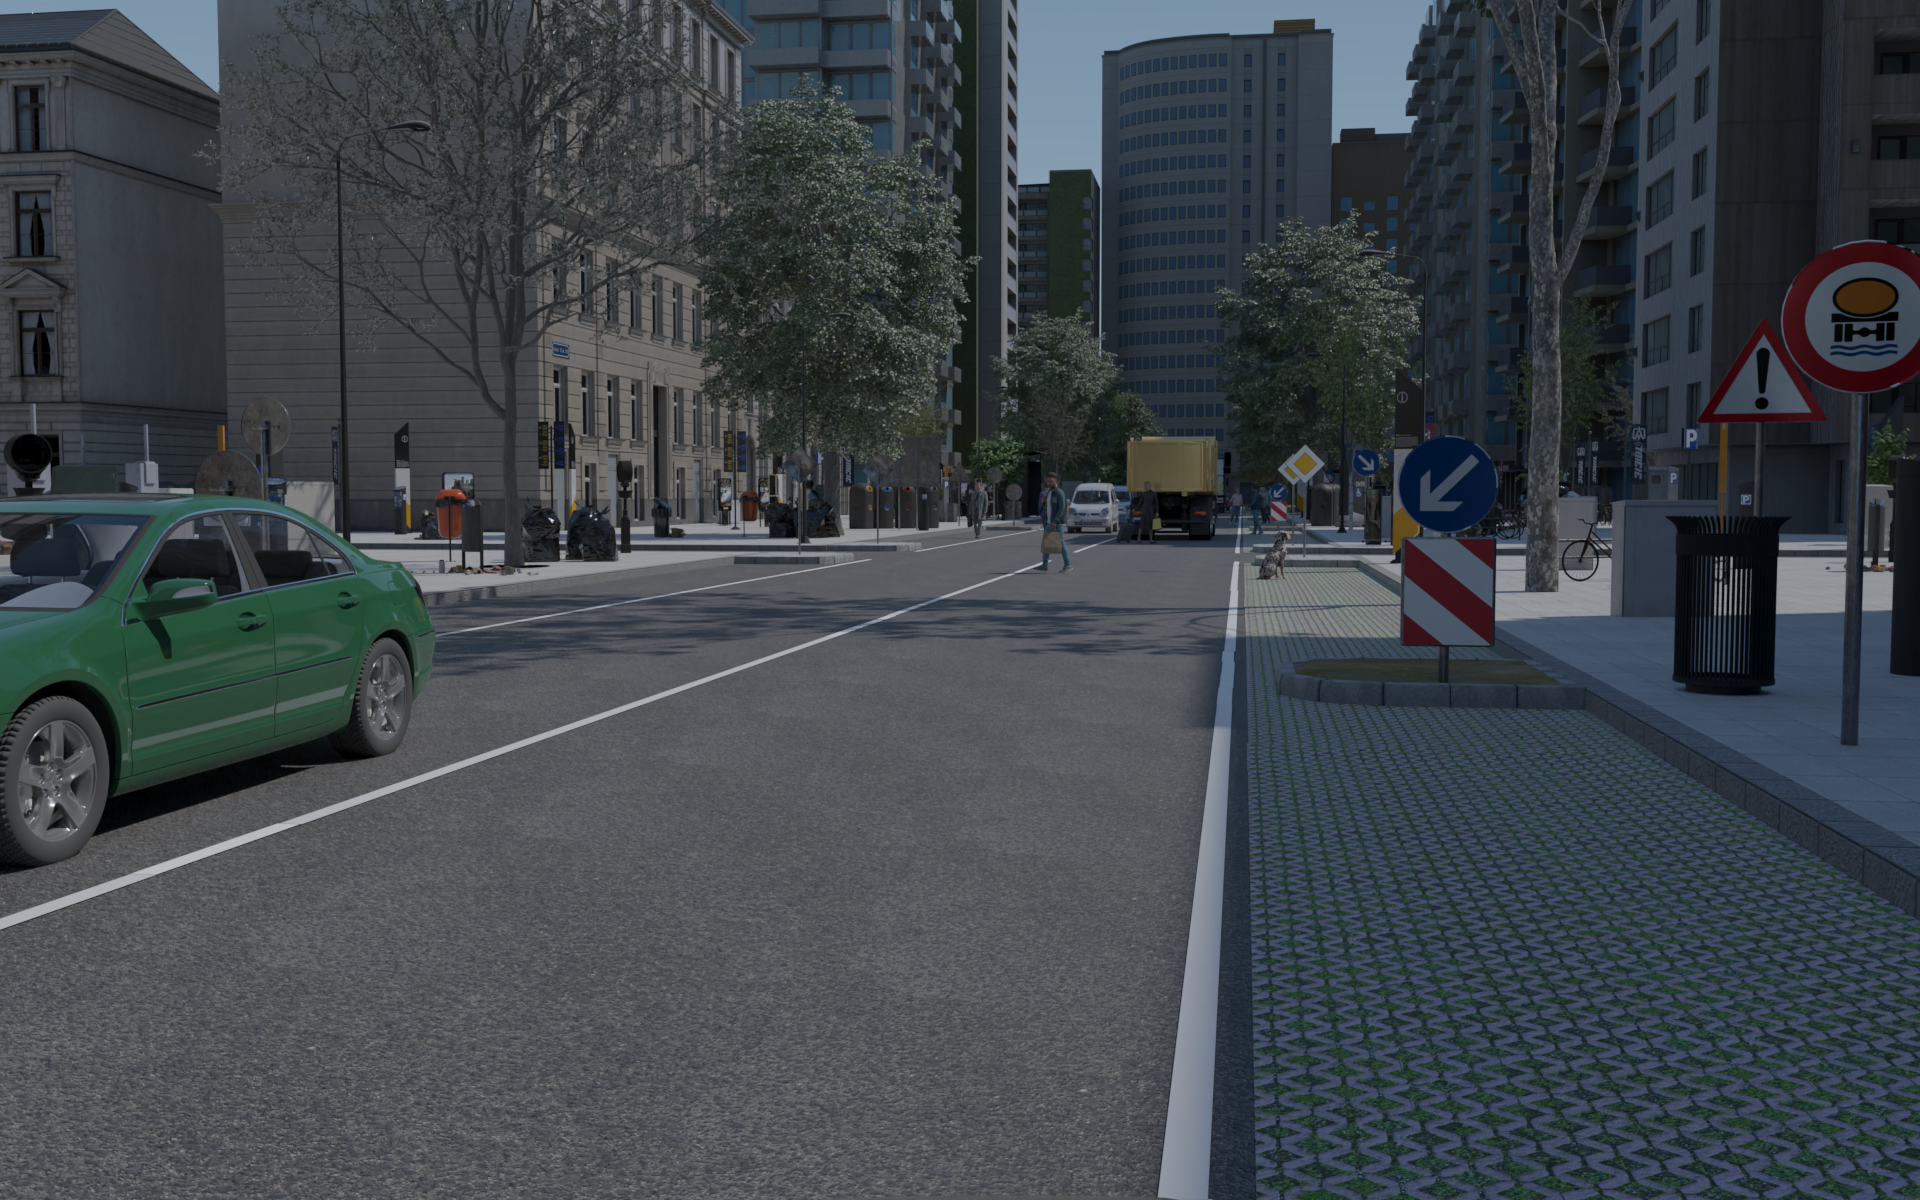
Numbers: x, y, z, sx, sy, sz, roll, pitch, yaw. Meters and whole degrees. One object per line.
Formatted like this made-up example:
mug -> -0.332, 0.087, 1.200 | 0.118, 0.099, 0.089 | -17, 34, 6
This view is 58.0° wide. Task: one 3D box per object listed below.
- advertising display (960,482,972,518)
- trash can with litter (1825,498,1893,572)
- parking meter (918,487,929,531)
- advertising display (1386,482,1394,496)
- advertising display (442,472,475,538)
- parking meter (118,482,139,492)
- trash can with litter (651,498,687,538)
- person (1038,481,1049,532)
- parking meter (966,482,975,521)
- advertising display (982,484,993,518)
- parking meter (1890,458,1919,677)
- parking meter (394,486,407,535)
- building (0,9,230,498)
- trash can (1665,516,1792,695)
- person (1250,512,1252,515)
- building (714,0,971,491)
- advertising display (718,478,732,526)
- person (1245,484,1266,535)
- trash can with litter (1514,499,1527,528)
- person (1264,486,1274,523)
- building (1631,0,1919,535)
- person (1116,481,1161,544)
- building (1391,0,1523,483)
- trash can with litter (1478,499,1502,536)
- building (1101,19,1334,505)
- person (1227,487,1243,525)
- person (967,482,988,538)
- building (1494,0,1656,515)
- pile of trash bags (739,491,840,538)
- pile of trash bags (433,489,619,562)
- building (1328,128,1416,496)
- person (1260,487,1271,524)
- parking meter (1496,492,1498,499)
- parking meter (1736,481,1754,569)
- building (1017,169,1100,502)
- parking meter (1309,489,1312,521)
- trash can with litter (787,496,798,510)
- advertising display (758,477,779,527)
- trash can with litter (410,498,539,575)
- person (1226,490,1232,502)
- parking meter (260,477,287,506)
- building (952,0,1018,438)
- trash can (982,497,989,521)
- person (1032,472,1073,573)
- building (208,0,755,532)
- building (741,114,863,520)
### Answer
advertising display -> 0.505, -5.396, 93.443 | 0.974, 1.923, 0.123 | 0, 4, -1
trash can with litter -> 15.483, -1.103, 29.090 | 1.678, 1.210, 2.233 | 2, 4, 24
parking meter -> -1.273, -3.194, 60.631 | 0.372, 1.533, 0.369 | 0, 3, 0
advertising display -> 23.936, -5.524, 95.527 | 0.974, 1.923, 0.123 | -2, 4, -25
advertising display -> -14.747, -2.798, 50.953 | 0.974, 1.923, 0.123 | -3, 5, -41
parking meter -> -17.242, -1.684, 35.939 | 0.372, 1.533, 0.369 | 0, 3, 0
trash can with litter -> -8.566, -2.428, 51.086 | 1.055, 1.170, 0.624 | 1, 4, 20
person -> 2.437, -2.374, 47.497 | 0.721, 1.800, 0.419 | -2, 4, -35
parking meter -> 0.492, -4.640, 81.571 | 0.399, 1.863, 0.255 | 0, 3, 0
advertising display -> 1.452, -5.346, 92.628 | 0.974, 1.923, 0.123 | 3, 4, 37
parking meter -> 6.827, -0.237, 12.279 | 0.372, 1.533, 0.369 | 0, 3, 0
parking meter -> -17.668, -2.829, 54.671 | 0.372, 1.533, 0.369 | 0, 3, 0
building -> -38.474, -12.283, 65.458 | 19.286, 19.102, 10.561 | 1, 4, 9
trash can -> 4.961, 0.026, 11.226 | 0.748, 1.137, 0.748 | 0, 3, 0
person -> 19.348, -6.185, 113.873 | 0.306, 1.304, 0.590 | -3, 5, -42
building -> -12.166, -31.663, 137.297 | 23.786, 49.044, 30.456 | 1, 4, 9
advertising display -> -9.495, -3.959, 69.943 | 0.123, 1.923, 0.974 | 1, 4, 20
person -> 10.357, -3.169, 60.664 | 0.721, 1.781, 0.623 | 1, 4, 12
trash can with litter -> 21.294, -3.288, 65.141 | 1.055, 1.170, 0.624 | -2, 4, -31
person -> 15.055, -4.656, 84.647 | 0.620, 1.820, 0.660 | -2, 4, -34
building -> 31.278, -17.473, 57.385 | 14.107, 30.474, 14.160 | 1, 4, 9
person -> 5.247, -2.555, 50.489 | 0.699, 1.804, 1.509 | -2, 4, -28
building -> 53.478, -33.147, 161.567 | 23.786, 49.044, 30.456 | 1, 4, 9
trash can with litter -> 16.368, -2.584, 53.641 | 0.624, 1.170, 1.055 | 2, 4, 31
building -> 32.338, -41.502, 220.559 | 28.212, 58.520, 21.231 | 1, 4, 9
person -> 12.588, -4.310, 79.635 | 0.731, 1.740, 0.598 | -2, 4, -24
person -> 0.555, -2.896, 55.953 | 0.694, 1.812, 0.767 | 1, 4, 22
building -> 42.819, -27.118, 98.010 | 22.147, 44.769, 28.867 | 1, 4, 9
pile of trash bags -> -5.193, -2.553, 51.488 | 3.447, 1.369, 1.912 | 2, 4, 33
pile of trash bags -> -8.302, -1.435, 33.210 | 3.447, 1.369, 1.912 | -1, 4, -11
building -> 52.769, -34.519, 214.496 | 14.200, 45.320, 14.600 | 1, 4, 9
person -> 14.484, -4.529, 83.031 | 0.515, 1.767, 0.782 | -3, 5, -43
parking meter -> 25.166, -4.641, 81.589 | 0.255, 1.863, 0.399 | 1, 4, 11
parking meter -> 13.501, -1.303, 29.707 | 0.372, 1.533, 0.369 | 0, 3, 0
building -> 10.455, -32.897, 221.459 | 14.086, 41.232, 14.154 | 1, 4, 9
parking meter -> 16.733, -4.505, 82.073 | 0.372, 1.533, 0.369 | 0, 3, 0
trash can with litter -> -8.420, -4.604, 86.663 | 0.624, 1.170, 1.055 | -1, 4, -12
advertising display -> -7.436, -3.796, 67.279 | 0.123, 1.923, 0.974 | 3, 5, 42
trash can with litter -> -7.704, -1.027, 27.851 | 2.233, 1.210, 1.678 | 3, 5, 40
person -> 27.656, -10.404, 178.591 | 1.348, 1.826, 0.705 | -1, 4, -18
parking meter -> -10.198, -1.061, 25.753 | 0.372, 1.533, 0.369 | 0, 3, 0
building -> -8.576, -38.805, 176.454 | 28.212, 58.520, 21.231 | 1, 4, 9
trash can -> 1.023, -4.339, 82.600 | 0.748, 1.137, 0.748 | 0, 3, 0
person -> 1.704, -1.396, 31.311 | 0.713, 1.824, 0.794 | -1, 4, -11
building -> -17.633, -16.685, 70.058 | 12.463, 27.353, 25.104 | 1, 4, 9
building -> -14.315, -15.458, 94.541 | 13.314, 21.916, 24.055 | 1, 4, 9
